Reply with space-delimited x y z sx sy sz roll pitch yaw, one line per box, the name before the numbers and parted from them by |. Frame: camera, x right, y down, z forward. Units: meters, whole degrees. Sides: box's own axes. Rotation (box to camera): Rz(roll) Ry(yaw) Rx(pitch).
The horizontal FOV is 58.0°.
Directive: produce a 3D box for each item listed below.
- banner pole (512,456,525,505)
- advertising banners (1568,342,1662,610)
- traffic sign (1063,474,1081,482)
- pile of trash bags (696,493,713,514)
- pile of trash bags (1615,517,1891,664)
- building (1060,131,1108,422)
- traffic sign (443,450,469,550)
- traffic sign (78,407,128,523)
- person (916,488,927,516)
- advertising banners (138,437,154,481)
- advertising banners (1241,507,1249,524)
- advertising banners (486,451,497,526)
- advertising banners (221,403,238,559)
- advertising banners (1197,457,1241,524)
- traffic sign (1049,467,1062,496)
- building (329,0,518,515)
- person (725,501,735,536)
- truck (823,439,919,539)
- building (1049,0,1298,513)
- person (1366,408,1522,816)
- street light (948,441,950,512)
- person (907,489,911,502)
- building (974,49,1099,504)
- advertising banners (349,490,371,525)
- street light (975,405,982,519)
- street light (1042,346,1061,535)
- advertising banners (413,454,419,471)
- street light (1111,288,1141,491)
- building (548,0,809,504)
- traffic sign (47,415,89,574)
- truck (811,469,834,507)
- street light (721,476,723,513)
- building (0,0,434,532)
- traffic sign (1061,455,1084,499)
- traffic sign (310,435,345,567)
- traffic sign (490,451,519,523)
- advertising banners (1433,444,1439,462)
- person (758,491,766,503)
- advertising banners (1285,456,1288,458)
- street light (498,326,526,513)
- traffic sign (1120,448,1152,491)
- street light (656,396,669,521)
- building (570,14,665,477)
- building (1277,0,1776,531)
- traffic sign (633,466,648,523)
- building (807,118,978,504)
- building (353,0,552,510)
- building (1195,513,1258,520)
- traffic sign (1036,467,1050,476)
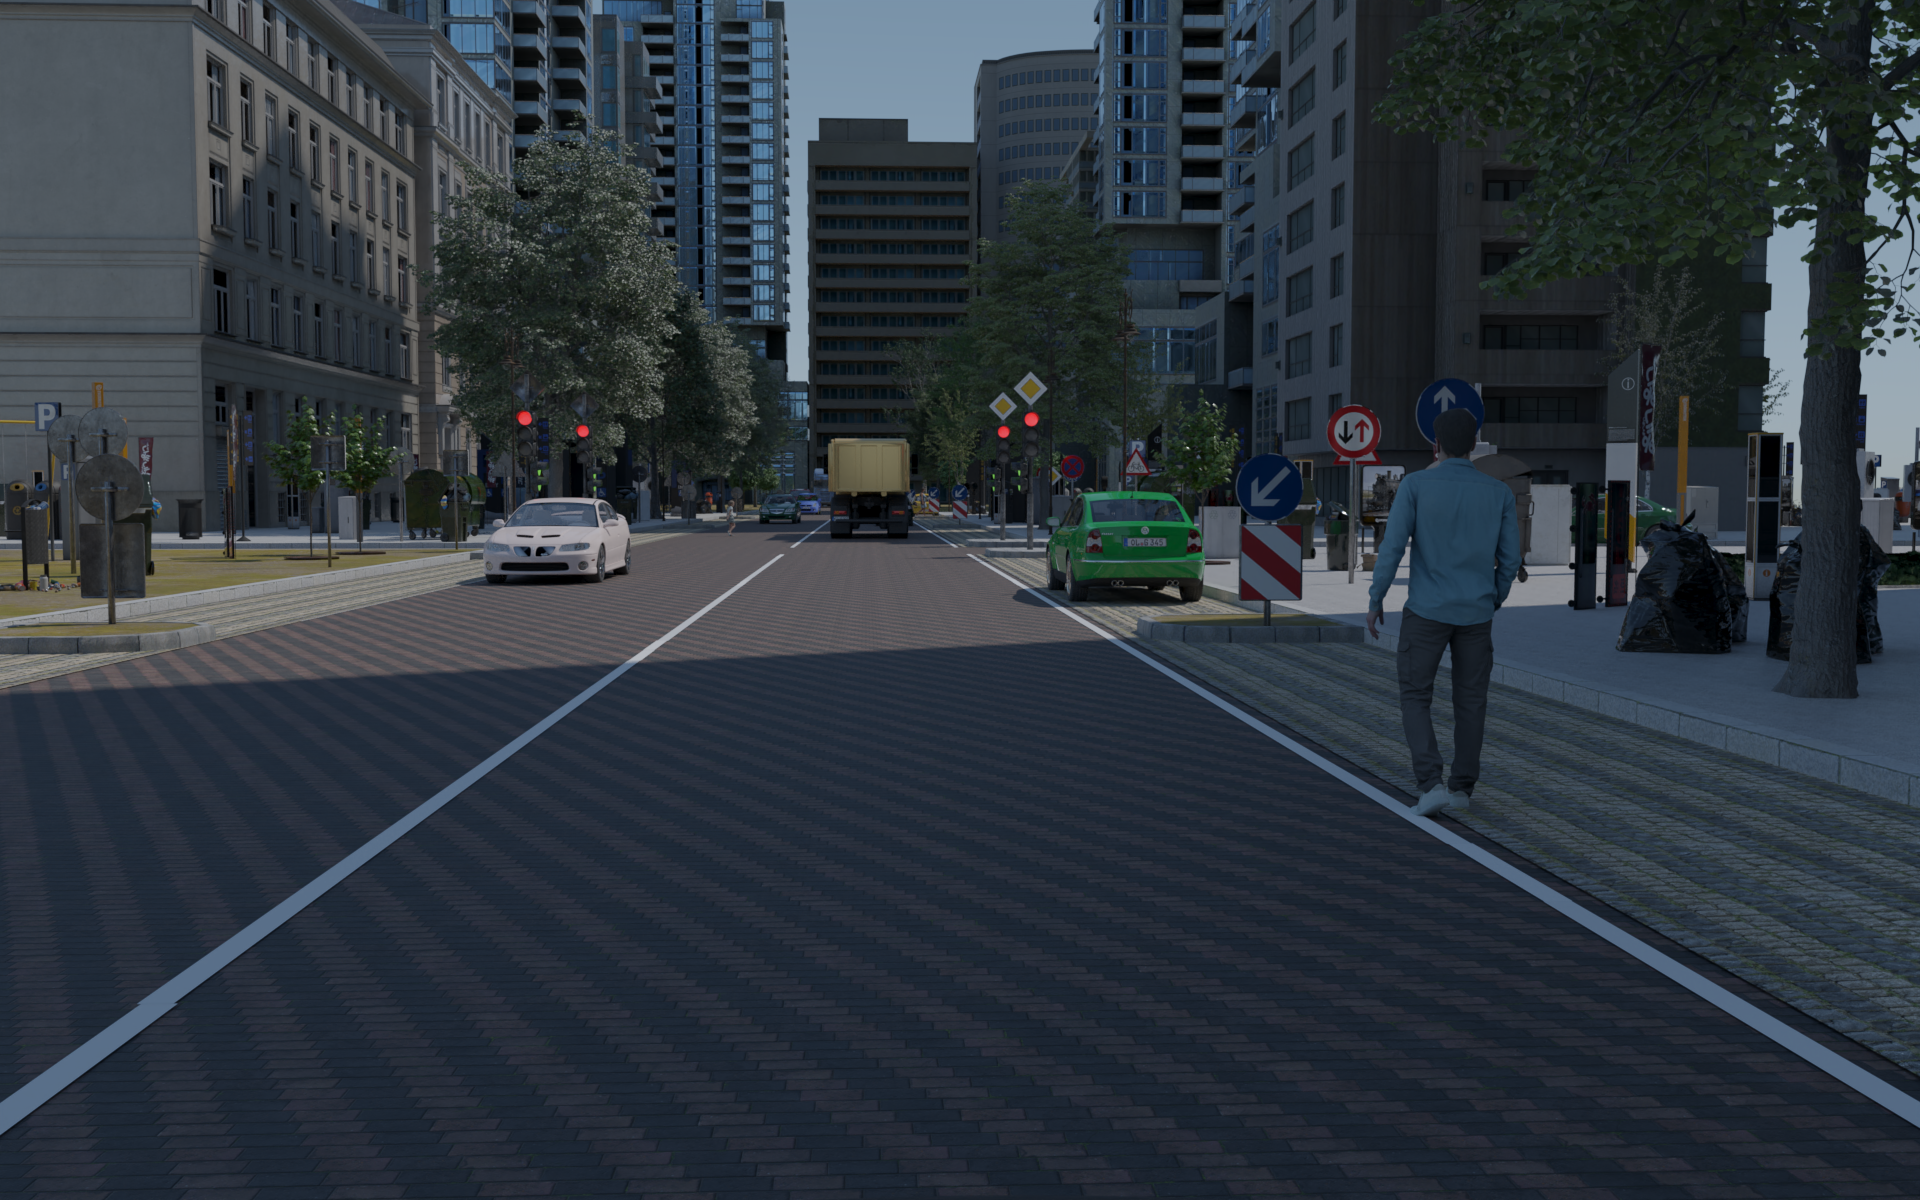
banner pole | -21.580 -5.772 84.391 0.863 3.779 0.401 -2 4 -32
advertising banners | 7.474 -1.436 19.672 2.074 3.025 0.090 -3 5 -43
traffic sign | 4.611 -4.344 71.131 0.768 2.556 0.104 0 4 3
pile of trash bags | -16.880 -6.277 112.379 1.912 1.369 3.447 1 4 15
pile of trash bags | 6.961 -0.242 13.705 1.912 1.369 3.447 -3 5 -42
building | 23.716 -29.677 177.108 32.217 40.220 23.993 0 4 -3
traffic sign | -11.637 -2.315 39.987 0.606 2.300 0.079 0 4 6
traffic sign | -12.562 -1.546 25.391 0.768 2.556 0.104 0 4 5
person | -2.281 -5.823 103.802 0.778 1.811 0.616 0 4 7
advertising banners | -25.703 -3.493 53.305 2.074 3.025 0.090 1 4 11
advertising banners | 10.183 -4.256 65.780 2.074 3.025 0.090 -2 4 -33
advertising banners | -19.632 -4.521 70.111 2.074 3.025 0.090 1 4 12
advertising banners | -14.487 -2.335 34.368 0.090 3.025 2.074 -2 4 -30
advertising banners | 7.657 -3.425 52.189 0.090 3.025 2.074 -2 4 -31
traffic sign | 3.923 -4.416 73.389 0.795 2.450 0.064 0 4 2
building | -33.238 -19.005 96.639 13.634 28.700 20.117 0 4 -3
person | -7.839 -2.765 58.728 0.382 1.210 0.505 -2 4 -33
truck | -3.077 -3.877 59.318 3.469 3.379 9.791 0 4 -3
building | 19.865 -51.067 147.622 22.319 86.520 31.000 0 4 -3
person | 2.191 0.044 7.795 0.660 1.820 0.620 0 4 -3
street light | -0.768 -9.158 122.516 0.468 5.910 1.993 0 4 -3
person | -3.525 -6.946 122.412 0.624 1.780 0.694 0 4 1
building | 16.417 -41.958 228.018 28.212 58.520 21.231 0 4 -3
advertising banners | -24.625 -4.498 69.737 0.090 3.025 2.074 2 4 33
street light | 1.022 -7.077 88.503 0.468 5.910 1.993 0 4 -3
street light | 2.852 -4.986 54.313 0.468 5.910 1.993 0 4 -3
advertising banners | -23.403 -4.886 76.081 0.090 3.025 2.074 1 4 23
street light | 3.721 -4.054 39.074 0.468 5.910 1.993 0 4 -3
building | -35.250 -55.797 224.946 31.000 86.520 22.319 0 4 -3
traffic sign | -14.271 -1.694 27.810 0.768 2.556 0.104 0 4 1
truck | -14.709 -12.189 189.045 2.967 4.110 18.799 0 4 -5
street light | -15.920 -8.730 115.522 0.468 5.910 1.993 0 4 -3
building | -33.528 -14.583 71.722 16.112 22.955 30.059 0 4 -3
traffic sign | 3.675 -3.455 56.592 0.768 2.556 0.104 0 4 5
traffic sign | -11.025 -1.719 30.240 0.606 2.300 0.079 0 4 1
traffic sign | -13.596 -3.163 51.721 0.884 2.594 0.081 0 4 0
advertising banners | 15.083 -3.402 51.813 2.074 3.025 0.090 3 4 37
person | -22.945 -11.839 202.154 1.350 1.814 0.705 1 4 11
advertising banners | 14.559 -4.777 74.286 2.074 3.025 0.090 1 4 17
street light | -12.320 -4.586 47.761 0.468 5.910 1.993 0 4 -3
traffic sign | 4.961 -2.986 48.830 0.884 2.594 0.081 0 4 6
street light | -13.995 -6.658 81.648 0.468 5.910 1.993 0 4 -3
building | -45.597 -33.892 173.744 30.456 49.044 23.786 0 4 -3
building | 20.473 -17.956 65.290 14.107 30.474 14.160 0 4 -3
traffic sign | -14.343 -4.730 77.439 0.768 2.556 0.104 0 4 1
building | -8.951 -36.889 226.828 21.600 48.544 21.300 0 4 -3
building | -39.879 -50.301 135.098 22.319 86.520 31.000 0 4 -3
building | 23.569 -47.836 94.793 22.319 86.520 31.000 0 4 -3
traffic sign | 3.810 -4.760 77.939 0.768 2.556 0.104 0 4 5
